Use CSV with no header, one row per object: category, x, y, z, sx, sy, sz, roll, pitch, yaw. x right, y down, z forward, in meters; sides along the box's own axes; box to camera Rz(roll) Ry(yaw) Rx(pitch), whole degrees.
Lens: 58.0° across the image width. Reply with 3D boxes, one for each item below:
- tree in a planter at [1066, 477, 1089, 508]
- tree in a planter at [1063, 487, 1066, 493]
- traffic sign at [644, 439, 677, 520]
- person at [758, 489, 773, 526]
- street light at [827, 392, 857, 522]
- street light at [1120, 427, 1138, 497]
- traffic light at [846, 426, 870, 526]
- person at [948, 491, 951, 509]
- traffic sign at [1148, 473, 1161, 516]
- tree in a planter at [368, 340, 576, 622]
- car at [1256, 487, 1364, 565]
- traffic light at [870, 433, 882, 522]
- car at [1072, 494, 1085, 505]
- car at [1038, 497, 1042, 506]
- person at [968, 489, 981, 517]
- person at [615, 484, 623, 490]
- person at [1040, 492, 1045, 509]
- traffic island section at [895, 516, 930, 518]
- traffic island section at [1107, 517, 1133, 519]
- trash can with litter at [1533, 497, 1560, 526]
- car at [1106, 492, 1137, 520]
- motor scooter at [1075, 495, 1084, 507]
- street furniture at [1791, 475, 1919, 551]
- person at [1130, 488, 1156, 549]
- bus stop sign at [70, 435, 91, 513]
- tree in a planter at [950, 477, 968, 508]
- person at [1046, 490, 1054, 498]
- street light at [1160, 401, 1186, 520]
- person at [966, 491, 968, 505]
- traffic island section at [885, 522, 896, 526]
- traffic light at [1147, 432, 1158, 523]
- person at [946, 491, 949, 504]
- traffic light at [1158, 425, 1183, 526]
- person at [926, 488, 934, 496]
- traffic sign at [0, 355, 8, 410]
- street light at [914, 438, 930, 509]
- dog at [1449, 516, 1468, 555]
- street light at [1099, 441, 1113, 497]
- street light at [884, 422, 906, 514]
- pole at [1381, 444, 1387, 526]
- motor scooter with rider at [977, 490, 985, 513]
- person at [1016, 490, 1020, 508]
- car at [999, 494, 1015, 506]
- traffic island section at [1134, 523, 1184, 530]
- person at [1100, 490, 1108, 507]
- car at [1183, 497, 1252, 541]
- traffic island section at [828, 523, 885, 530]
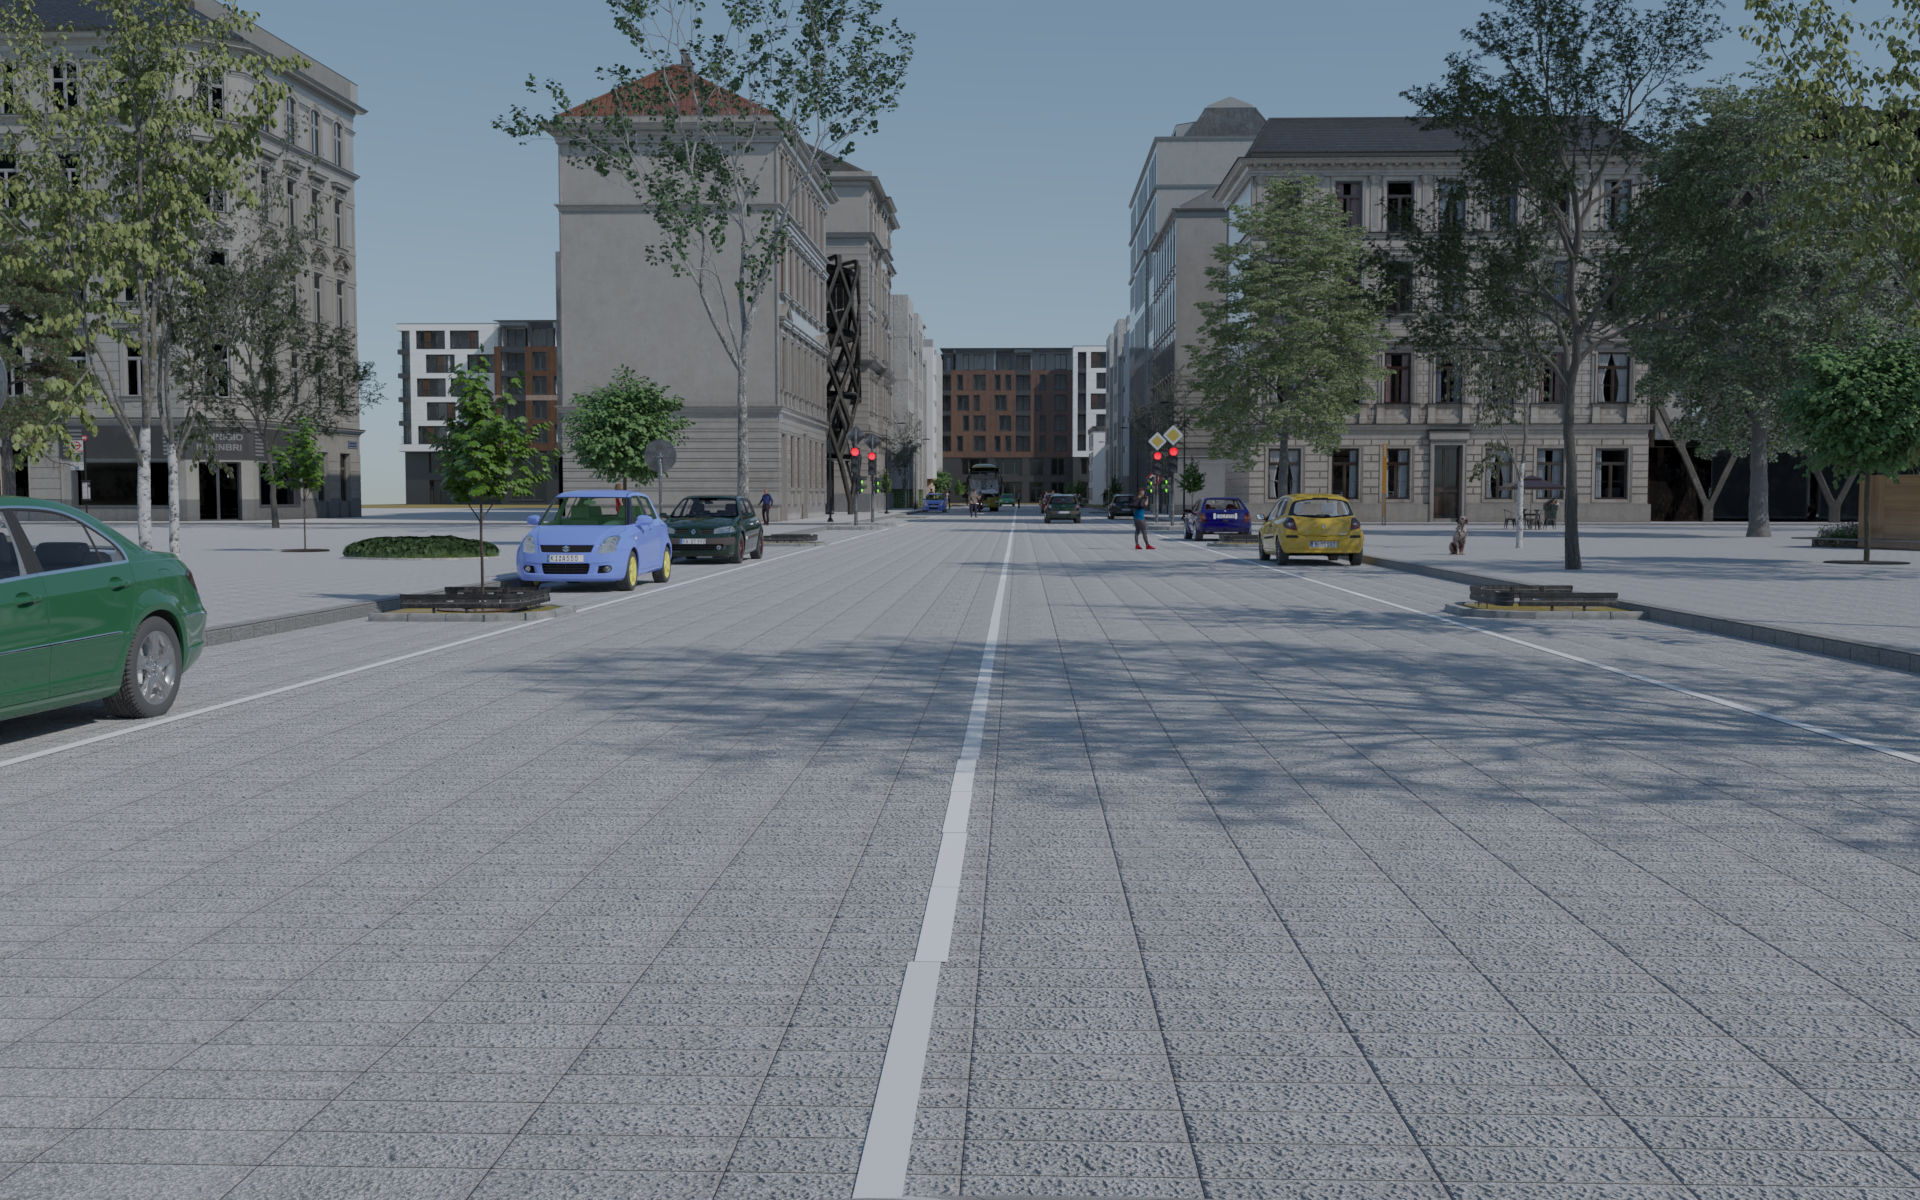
tree in a planter,12.341,-11.165,179.762,1.991,3.239,1.994,0,4,2
tree in a planter,13.284,-12.849,207.295,1.991,3.239,1.994,0,4,2
traffic sign,-6.955,-2.452,40.193,0.768,2.556,0.104,0,4,5
person,-7.986,-3.783,70.596,0.600,1.496,0.574,-3,5,-40
street light,-5.401,-6.522,79.179,1.470,5.913,1.316,0,4,2
street light,11.748,-9.008,119.820,1.470,5.913,1.316,0,4,2
traffic light,-4.205,-4.949,70.167,0.839,4.213,0.868,0,4,2
person,-1.098,-9.384,162.632,0.721,1.736,1.217,0,4,-1
traffic sign,11.356,-6.192,101.350,0.768,2.556,0.104,0,4,4
tree in a planter,-5.631,-1.412,20.314,1.991,3.239,1.994,0,4,2
car,7.278,-1.589,36.197,2.015,1.641,3.980,0,4,2
traffic light,-3.932,-5.437,78.147,0.839,4.213,0.868,0,4,2
car,12.463,-10.814,187.024,2.015,1.641,3.980,0,4,3
car,10.216,-11.889,204.601,2.015,1.641,3.980,0,4,2
person,0.903,-5.938,106.121,0.617,1.759,0.750,1,4,19
person,-10.880,-2.928,55.623,0.444,1.614,0.593,0,4,-2
person,7.841,-9.413,163.866,0.593,1.643,0.415,-2,4,-35
traffic island section,-2.800,-4.908,103.113,1.991,0.108,1.994,0,4,2
traffic island section,9.708,-4.870,102.491,1.991,0.108,1.994,0,4,2
trash can with litter,23.685,-3.593,70.134,1.055,1.170,0.624,0,4,3
car,9.326,-5.427,98.524,2.009,1.686,4.222,0,4,2
motor scooter,11.595,-9.497,168.053,0.815,1.314,1.986,0,4,1
street furniture,25.464,-2.086,40.961,9.812,1.723,11.010,-1,4,-18
person,4.713,-2.102,44.734,0.662,1.594,0.647,-2,4,-32
bus stop sign,-39.844,-5.491,78.480,0.855,3.939,0.416,0,4,-5
tree in a planter,-0.139,-11.229,180.824,1.991,3.239,1.994,0,4,2
person,5.843,-6.214,110.901,0.742,1.727,0.445,-3,5,-43
street light,10.679,-6.978,86.635,1.470,5.913,1.316,0,4,2
person,0.805,-12.406,210.967,0.705,1.869,1.348,0,3,0
traffic island section,-3.972,-3.425,78.282,2.009,0.180,2.903,0,4,2
traffic light,8.822,-5.412,77.729,0.839,4.213,0.868,0,4,2
person,-1.539,-13.123,221.265,0.551,1.740,0.621,-1,4,-20
traffic light,8.549,-4.924,69.748,0.839,4.213,0.868,0,4,2
person,-2.903,-10.457,176.649,1.348,1.869,0.705,2,4,24
traffic sign,-7.862,-0.830,13.682,0.768,2.556,0.104,1,4,12
street light,-3.201,-10.533,144.755,1.470,5.913,1.316,0,4,2
dog,10.639,-1.365,36.704,0.513,0.831,0.800,3,4,37
street light,12.880,-10.997,152.349,1.470,5.913,1.316,0,4,2
street light,-4.214,-8.543,112.223,1.470,5.913,1.316,0,4,2
pole,17.251,-4.683,70.415,0.158,3.312,0.155,0,3,0
motor scooter with rider,1.481,-7.599,133.214,0.876,1.779,1.986,0,4,2
person,5.921,-10.207,175.367,0.705,1.826,1.348,0,4,-7
car,5.468,-11.773,201.278,1.959,1.807,4.718,0,4,3
traffic island section,8.862,-3.398,77.840,2.009,0.180,2.903,0,4,2
person,14.693,-10.388,176.704,0.721,1.723,1.217,-3,5,-43
car,7.955,-2.514,53.691,1.945,1.354,3.894,0,4,1
traffic island section,-4.245,-2.937,70.301,2.009,0.180,2.903,0,4,2
